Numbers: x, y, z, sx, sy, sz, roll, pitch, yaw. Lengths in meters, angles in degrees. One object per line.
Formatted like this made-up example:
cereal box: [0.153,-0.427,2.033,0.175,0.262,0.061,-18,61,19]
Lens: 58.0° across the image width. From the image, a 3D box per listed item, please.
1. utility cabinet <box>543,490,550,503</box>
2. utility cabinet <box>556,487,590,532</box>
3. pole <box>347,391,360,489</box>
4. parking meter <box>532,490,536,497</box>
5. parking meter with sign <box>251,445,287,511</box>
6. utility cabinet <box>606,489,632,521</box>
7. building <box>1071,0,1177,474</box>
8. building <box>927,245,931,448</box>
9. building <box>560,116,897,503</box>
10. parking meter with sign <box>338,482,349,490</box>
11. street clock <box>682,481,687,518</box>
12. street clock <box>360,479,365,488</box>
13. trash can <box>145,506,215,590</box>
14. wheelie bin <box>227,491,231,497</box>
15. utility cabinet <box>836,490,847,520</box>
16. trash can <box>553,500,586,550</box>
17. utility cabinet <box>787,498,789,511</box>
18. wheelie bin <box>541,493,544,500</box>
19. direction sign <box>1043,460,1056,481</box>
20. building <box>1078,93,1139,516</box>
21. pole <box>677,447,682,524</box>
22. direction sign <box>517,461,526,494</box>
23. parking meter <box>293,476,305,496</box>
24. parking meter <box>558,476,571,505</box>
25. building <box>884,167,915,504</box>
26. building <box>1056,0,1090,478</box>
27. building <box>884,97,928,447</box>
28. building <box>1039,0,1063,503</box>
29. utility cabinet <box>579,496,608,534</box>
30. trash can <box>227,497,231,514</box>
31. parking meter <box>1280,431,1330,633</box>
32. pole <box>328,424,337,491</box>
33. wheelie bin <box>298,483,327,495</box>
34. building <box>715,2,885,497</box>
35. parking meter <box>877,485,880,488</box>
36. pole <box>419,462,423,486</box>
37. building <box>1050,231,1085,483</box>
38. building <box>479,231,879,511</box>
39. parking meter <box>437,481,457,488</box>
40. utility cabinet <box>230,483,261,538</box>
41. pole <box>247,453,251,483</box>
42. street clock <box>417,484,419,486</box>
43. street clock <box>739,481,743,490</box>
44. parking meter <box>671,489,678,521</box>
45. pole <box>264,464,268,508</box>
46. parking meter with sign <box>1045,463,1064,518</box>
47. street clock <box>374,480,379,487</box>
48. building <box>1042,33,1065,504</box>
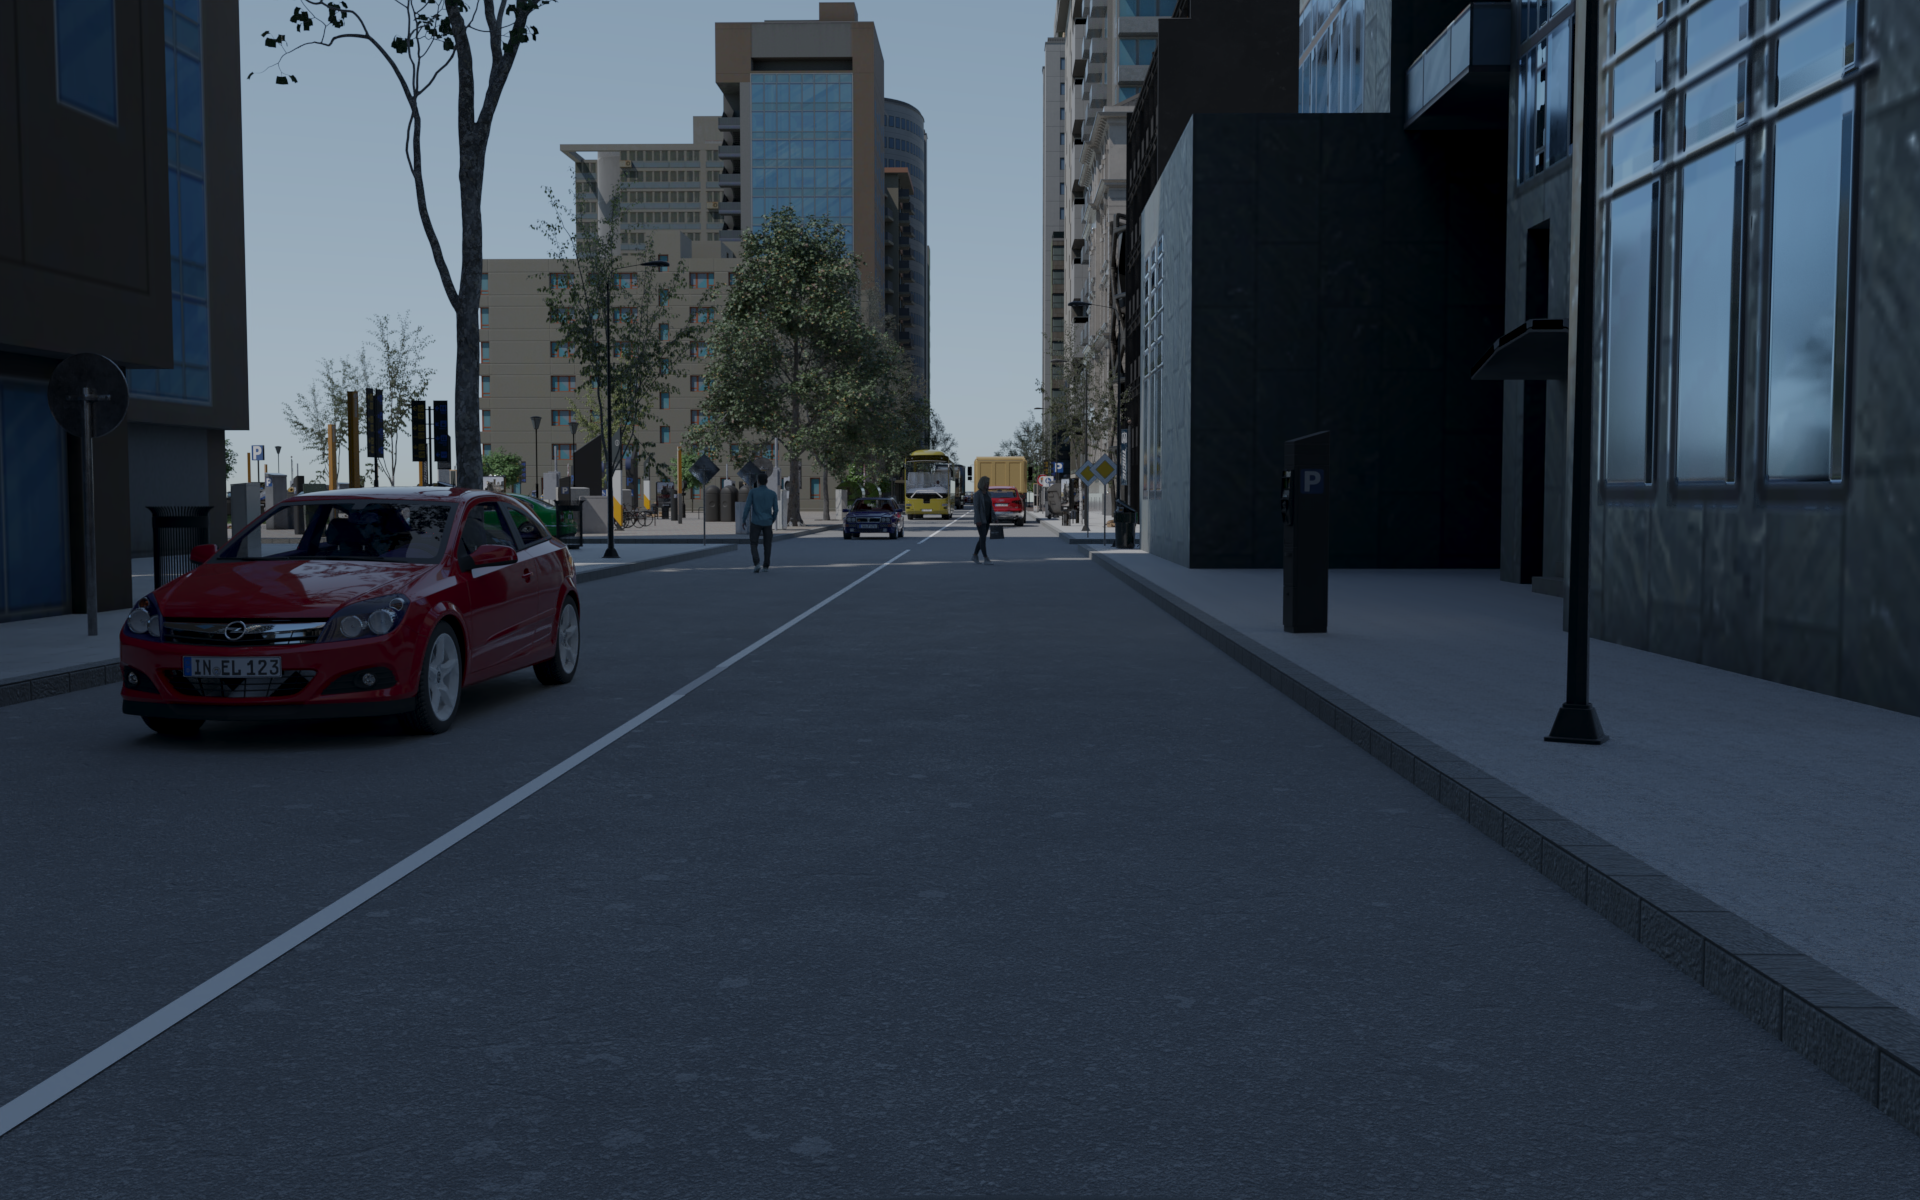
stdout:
utility cabinet: [-20.090,-4.651,84.729,0.318,1.500,1.173,-2,4,-25]
utility cabinet: [-12.831,-2.984,57.463,0.318,1.500,1.173,3,4,38]
pole: [-12.027,-2.480,34.392,0.158,3.312,0.155,0,3,0]
parking meter: [-27.883,-6.432,113.568,0.372,1.533,0.369,0,3,0]
parking meter with sign: [-24.607,-4.044,62.388,0.543,3.016,1.738,2,4,25]
utility cabinet: [-16.203,-4.506,82.344,1.173,1.500,0.318,-3,4,-39]
building: [21.335,-31.860,140.516,23.786,49.044,30.456,0,4,1]
building: [-12.001,-36.297,277.045,14.154,41.232,14.086,0,4,1]
building: [-23.194,-30.000,182.373,32.217,40.220,23.993,0,4,1]
parking meter with sign: [-40.358,-7.168,113.453,1.738,3.016,0.543,-3,5,-40]
street clock: [-14.850,-5.406,92.954,0.358,2.002,0.471,-3,5,-42]
street clock: [-27.442,-4.578,79.415,0.358,2.002,0.471,-1,4,-9]
trash can: [-9.179,-0.536,20.417,0.748,1.137,0.748,0,3,0]
wheelie bin: [-49.090,-6.662,116.826,0.693,1.594,0.980,-3,4,-37]
utility cabinet: [-5.837,-4.697,85.483,0.318,1.500,1.173,-1,4,-18]
trash can: [-9.065,-1.745,40.191,0.748,1.137,0.748,0,3,0]
utility cabinet: [-9.622,-5.292,97.689,1.020,1.237,0.306,-2,4,-27]
wheelie bin: [-29.250,-7.037,122.956,0.980,1.594,0.693,-1,4,-17]
direction sign: [5.962,-7.550,115.439,0.876,3.537,0.379,-1,4,-22]
building: [15.109,-19.914,112.982,14.401,28.519,23.554,0,4,1]
pole: [-12.049,-4.930,74.451,0.158,3.312,0.155,0,3,0]
direction sign: [-30.370,-7.807,119.634,0.876,3.537,0.379,1,4,15]
parking meter: [-20.874,-2.998,54.728,0.255,1.863,0.399,-3,4,-38]
parking meter: [-12.634,-3.034,55.311,0.399,1.863,0.255,-1,4,-17]
building: [-17.286,-34.998,226.841,22.147,44.769,28.867,0,4,1]
building: [24.109,-35.476,169.271,28.713,52.752,27.495,0,4,1]
building: [-15.851,-43.630,255.346,21.231,58.520,28.212,0,4,1]
building: [21.720,-49.631,249.717,20.563,71.187,20.611,0,4,1]
utility cabinet: [-11.780,-2.745,56.038,1.020,1.237,0.306,-1,4,-16]
trash can: [-32.168,-3.974,76.627,0.748,1.137,0.748,0,3,0]
parking meter: [3.191,-0.631,16.031,0.399,1.863,0.255,-1,4,-10]
pole: [-18.315,-3.469,50.569,0.158,3.312,0.155,0,3,0]
wheelie bin: [-19.207,-2.667,51.506,0.980,1.594,0.693,-2,4,-26]
building: [-14.421,-31.349,162.670,14.600,45.320,14.200,0,4,1]
parking meter: [-5.119,-6.189,106.896,0.255,1.863,0.399,3,4,38]
pole: [-26.099,-5.506,83.861,0.158,3.312,0.155,0,3,0]
building: [16.986,-25.688,191.704,14.160,30.474,14.107,0,4,1]
building: [-21.420,-18.142,141.659,27.650,21.520,28.899,0,4,1]
parking meter: [-10.094,-1.572,34.116,0.372,1.533,0.369,0,3,0]
utility cabinet: [-13.977,-1.542,33.884,0.318,1.500,1.173,-1,4,-10]
pole: [-34.882,-5.577,85.027,0.158,3.312,0.155,0,3,0]
street clock: [-36.981,-6.982,118.726,0.471,2.002,0.358,1,4,20]
street clock: [-12.369,-5.705,97.847,0.358,2.002,0.471,-1,4,-9]
parking meter: [-13.674,-4.563,83.014,0.372,1.533,0.369,0,3,0]
pole: [-47.343,-7.607,118.214,0.158,3.312,0.155,0,3,0]
parking meter with sign: [5.158,-6.058,95.316,0.543,3.016,1.738,1,4,22]
street clock: [-29.536,-5.083,87.673,0.358,2.002,0.471,-1,4,-15]
building: [21.231,-41.819,225.743,21.231,58.520,28.212,0,4,1]
